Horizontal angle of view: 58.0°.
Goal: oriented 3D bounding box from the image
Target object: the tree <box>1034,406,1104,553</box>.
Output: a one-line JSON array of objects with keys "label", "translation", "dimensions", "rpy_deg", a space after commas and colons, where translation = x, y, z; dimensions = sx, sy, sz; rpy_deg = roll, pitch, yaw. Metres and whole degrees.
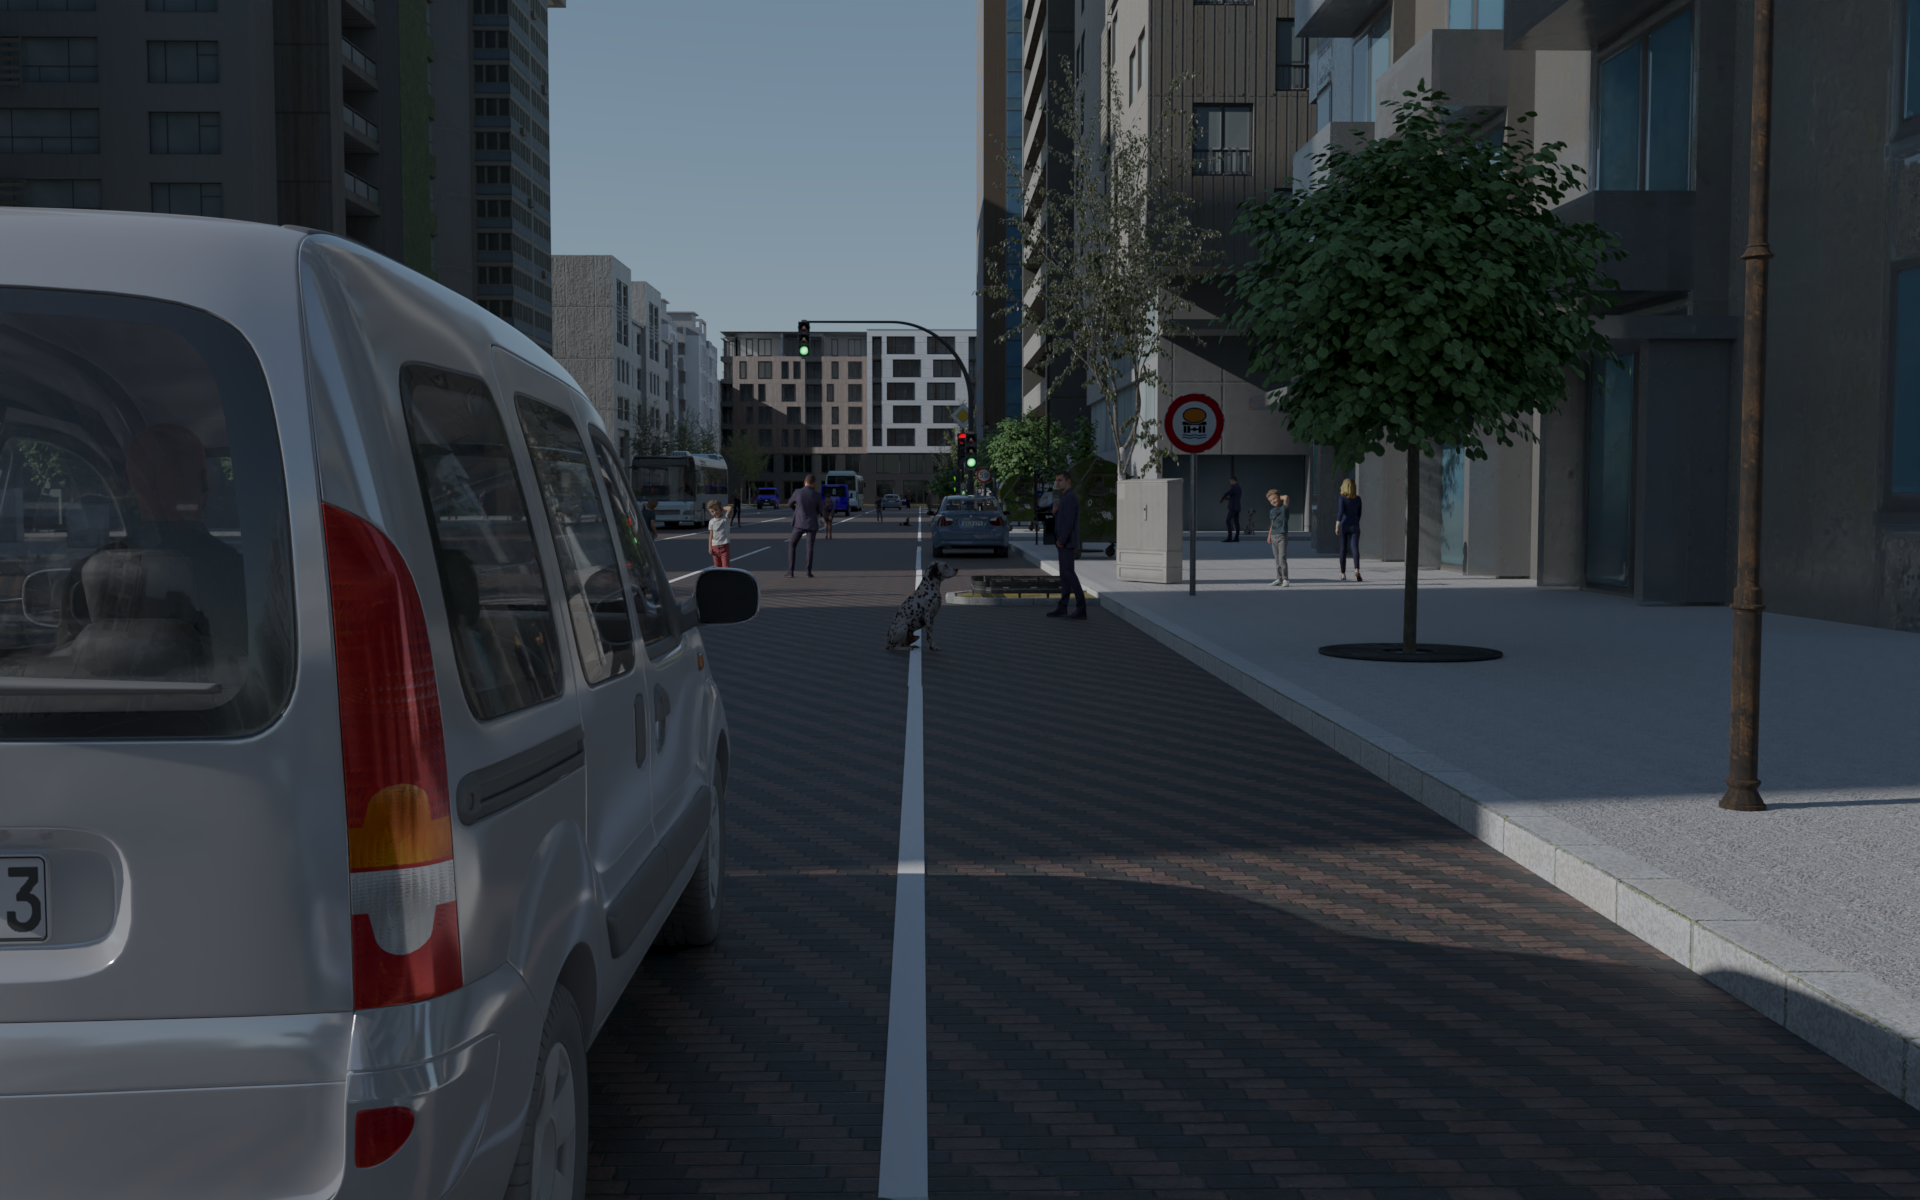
[{"label": "tree", "translation": [2.742, -2.680, 38.417], "dimensions": [1.663, 3.219, 1.824], "rpy_deg": [0, 3, 0]}]

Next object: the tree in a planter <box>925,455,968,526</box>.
[{"label": "tree in a planter", "translation": [-0.462, -4.989, 78.785], "dimensions": [1.991, 3.239, 1.994], "rpy_deg": [0, 4, -1]}]

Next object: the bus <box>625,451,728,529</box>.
[{"label": "bus", "translation": [-12.000, -4.886, 74.739], "dimensions": [2.948, 3.499, 13.247], "rpy_deg": [0, 4, -2]}]

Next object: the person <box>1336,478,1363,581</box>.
[{"label": "person", "translation": [5.808, -1.046, 25.689], "dimensions": [0.480, 1.512, 0.613], "rpy_deg": [-2, 4, -27]}]

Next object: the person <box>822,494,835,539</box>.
[{"label": "person", "translation": [-4.232, -2.690, 55.710], "dimensions": [0.421, 1.427, 0.697], "rpy_deg": [0, 4, -2]}]

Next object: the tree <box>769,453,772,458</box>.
[{"label": "tree", "translation": [-24.194, -15.315, 200.755], "dimensions": [4.737, 8.622, 4.395], "rpy_deg": [0, 3, 0]}]

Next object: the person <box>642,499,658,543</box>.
[{"label": "person", "translation": [-5.982, -1.279, 33.315], "dimensions": [0.435, 1.345, 0.340], "rpy_deg": [2, 4, 24]}]

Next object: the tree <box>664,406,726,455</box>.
[{"label": "tree", "translation": [-22.955, -11.888, 144.727], "dimensions": [4.737, 8.622, 4.395], "rpy_deg": [0, 3, 0]}]

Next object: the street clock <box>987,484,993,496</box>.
[{"label": "street clock", "translation": [1.621, -5.122, 88.320], "dimensions": [0.471, 2.002, 0.358], "rpy_deg": [1, 4, 14]}]

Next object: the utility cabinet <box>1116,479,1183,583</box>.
[{"label": "utility cabinet", "translation": [2.729, -1.002, 25.056], "dimensions": [0.318, 1.500, 1.173], "rpy_deg": [-2, 4, -32]}]

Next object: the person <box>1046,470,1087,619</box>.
[{"label": "person", "translation": [1.229, -0.646, 19.980], "dimensions": [0.530, 1.710, 0.541], "rpy_deg": [1, 4, 13]}]

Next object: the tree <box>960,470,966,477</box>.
[{"label": "tree", "translation": [2.441, -5.220, 69.063], "dimensions": [4.285, 4.588, 4.351], "rpy_deg": [0, 3, 0]}]

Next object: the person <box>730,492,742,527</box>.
[{"label": "person", "translation": [-9.812, -3.957, 75.731], "dimensions": [0.613, 1.512, 0.480], "rpy_deg": [1, 4, 13]}]

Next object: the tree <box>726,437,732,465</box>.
[{"label": "tree", "translation": [-24.225, -13.096, 164.489], "dimensions": [4.737, 8.622, 4.395], "rpy_deg": [0, 3, 0]}]

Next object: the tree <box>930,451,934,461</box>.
[{"label": "tree", "translation": [-0.983, -14.660, 190.056], "dimensions": [4.360, 8.622, 3.978], "rpy_deg": [0, 3, 0]}]

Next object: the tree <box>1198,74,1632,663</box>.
[{"label": "tree", "translation": [3.518, -1.838, 13.758], "dimensions": [4.285, 4.588, 4.351], "rpy_deg": [0, 3, 0]}]

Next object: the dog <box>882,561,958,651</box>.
[{"label": "dog", "translation": [-0.473, 0.048, 16.048], "dimensions": [0.800, 0.831, 0.513], "rpy_deg": [3, 5, 43]}]

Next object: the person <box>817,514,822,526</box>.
[{"label": "person", "translation": [-6.426, -3.627, 78.271], "dimensions": [0.381, 0.543, 0.357], "rpy_deg": [0, 4, -4]}]

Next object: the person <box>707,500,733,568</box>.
[{"label": "person", "translation": [-3.313, -0.714, 24.088], "dimensions": [0.435, 1.345, 0.340], "rpy_deg": [1, 4, 10]}]

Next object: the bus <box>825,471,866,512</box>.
[{"label": "bus", "translation": [-9.534, -9.136, 144.228], "dimensions": [2.948, 3.499, 13.247], "rpy_deg": [0, 4, -1]}]

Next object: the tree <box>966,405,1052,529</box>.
[{"label": "tree", "translation": [2.598, -4.908, 63.964], "dimensions": [4.285, 4.588, 4.351], "rpy_deg": [0, 3, 0]}]

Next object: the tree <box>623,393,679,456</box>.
[{"label": "tree", "translation": [-22.638, -10.750, 126.126], "dimensions": [4.360, 8.622, 3.978], "rpy_deg": [0, 3, 0]}]

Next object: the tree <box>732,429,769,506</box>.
[{"label": "tree", "translation": [-24.007, -14.754, 191.588], "dimensions": [4.737, 8.622, 4.395], "rpy_deg": [0, 3, 0]}]

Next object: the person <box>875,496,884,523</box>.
[{"label": "person", "translation": [-3.989, -4.496, 85.919], "dimensions": [0.435, 1.345, 0.340], "rpy_deg": [-1, 4, -19]}]

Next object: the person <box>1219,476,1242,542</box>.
[{"label": "person", "translation": [7.177, -2.422, 46.088], "dimensions": [0.568, 1.767, 0.683], "rpy_deg": [2, 4, 30]}]

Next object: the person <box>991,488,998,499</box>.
[{"label": "person", "translation": [1.476, -3.985, 73.413], "dimensions": [0.429, 1.552, 0.499], "rpy_deg": [3, 5, 42]}]

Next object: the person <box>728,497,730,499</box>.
[{"label": "person", "translation": [-19.036, -7.944, 139.118], "dimensions": [1.217, 1.736, 0.721], "rpy_deg": [-1, 4, -14]}]

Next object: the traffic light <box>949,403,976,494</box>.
[{"label": "traffic light", "translation": [0.076, -3.952, 53.532], "dimensions": [0.839, 4.253, 0.868], "rpy_deg": [0, 4, -1]}]

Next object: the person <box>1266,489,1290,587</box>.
[{"label": "person", "translation": [4.439, -0.864, 24.073], "dimensions": [0.435, 1.345, 0.340], "rpy_deg": [3, 5, 44]}]

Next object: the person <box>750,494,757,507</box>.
[{"label": "person", "translation": [-22.063, -10.655, 185.924], "dimensions": [0.991, 1.433, 0.599], "rpy_deg": [1, 4, 17]}]

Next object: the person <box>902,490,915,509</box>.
[{"label": "person", "translation": [-5.078, -9.882, 170.212], "dimensions": [1.348, 1.807, 0.705], "rpy_deg": [-1, 4, -9]}]

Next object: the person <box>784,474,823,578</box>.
[{"label": "person", "translation": [-2.705, -1.280, 29.877], "dimensions": [0.683, 1.767, 0.568], "rpy_deg": [0, 4, -7]}]

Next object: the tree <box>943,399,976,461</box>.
[{"label": "tree", "translation": [0.679, -11.153, 132.715], "dimensions": [4.737, 8.622, 4.395], "rpy_deg": [0, 3, 0]}]

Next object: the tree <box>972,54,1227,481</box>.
[{"label": "tree", "translation": [2.562, -4.795, 28.757], "dimensions": [4.360, 8.622, 3.978], "rpy_deg": [0, 3, 0]}]

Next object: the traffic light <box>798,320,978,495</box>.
[{"label": "traffic light", "translation": [-1.831, -4.324, 45.360], "dimensions": [4.771, 5.953, 1.251], "rpy_deg": [0, 4, -1]}]

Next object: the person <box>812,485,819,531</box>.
[{"label": "person", "translation": [-5.613, -3.579, 66.883], "dimensions": [0.599, 1.838, 0.709], "rpy_deg": [1, 4, 17]}]

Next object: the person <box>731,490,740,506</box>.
[{"label": "person", "translation": [-23.611, -10.747, 182.313], "dimensions": [0.990, 1.755, 0.434], "rpy_deg": [0, 4, 1]}]

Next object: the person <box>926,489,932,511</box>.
[{"label": "person", "translation": [-1.972, -6.187, 110.218], "dimensions": [0.434, 1.755, 0.990], "rpy_deg": [0, 4, 2]}]
